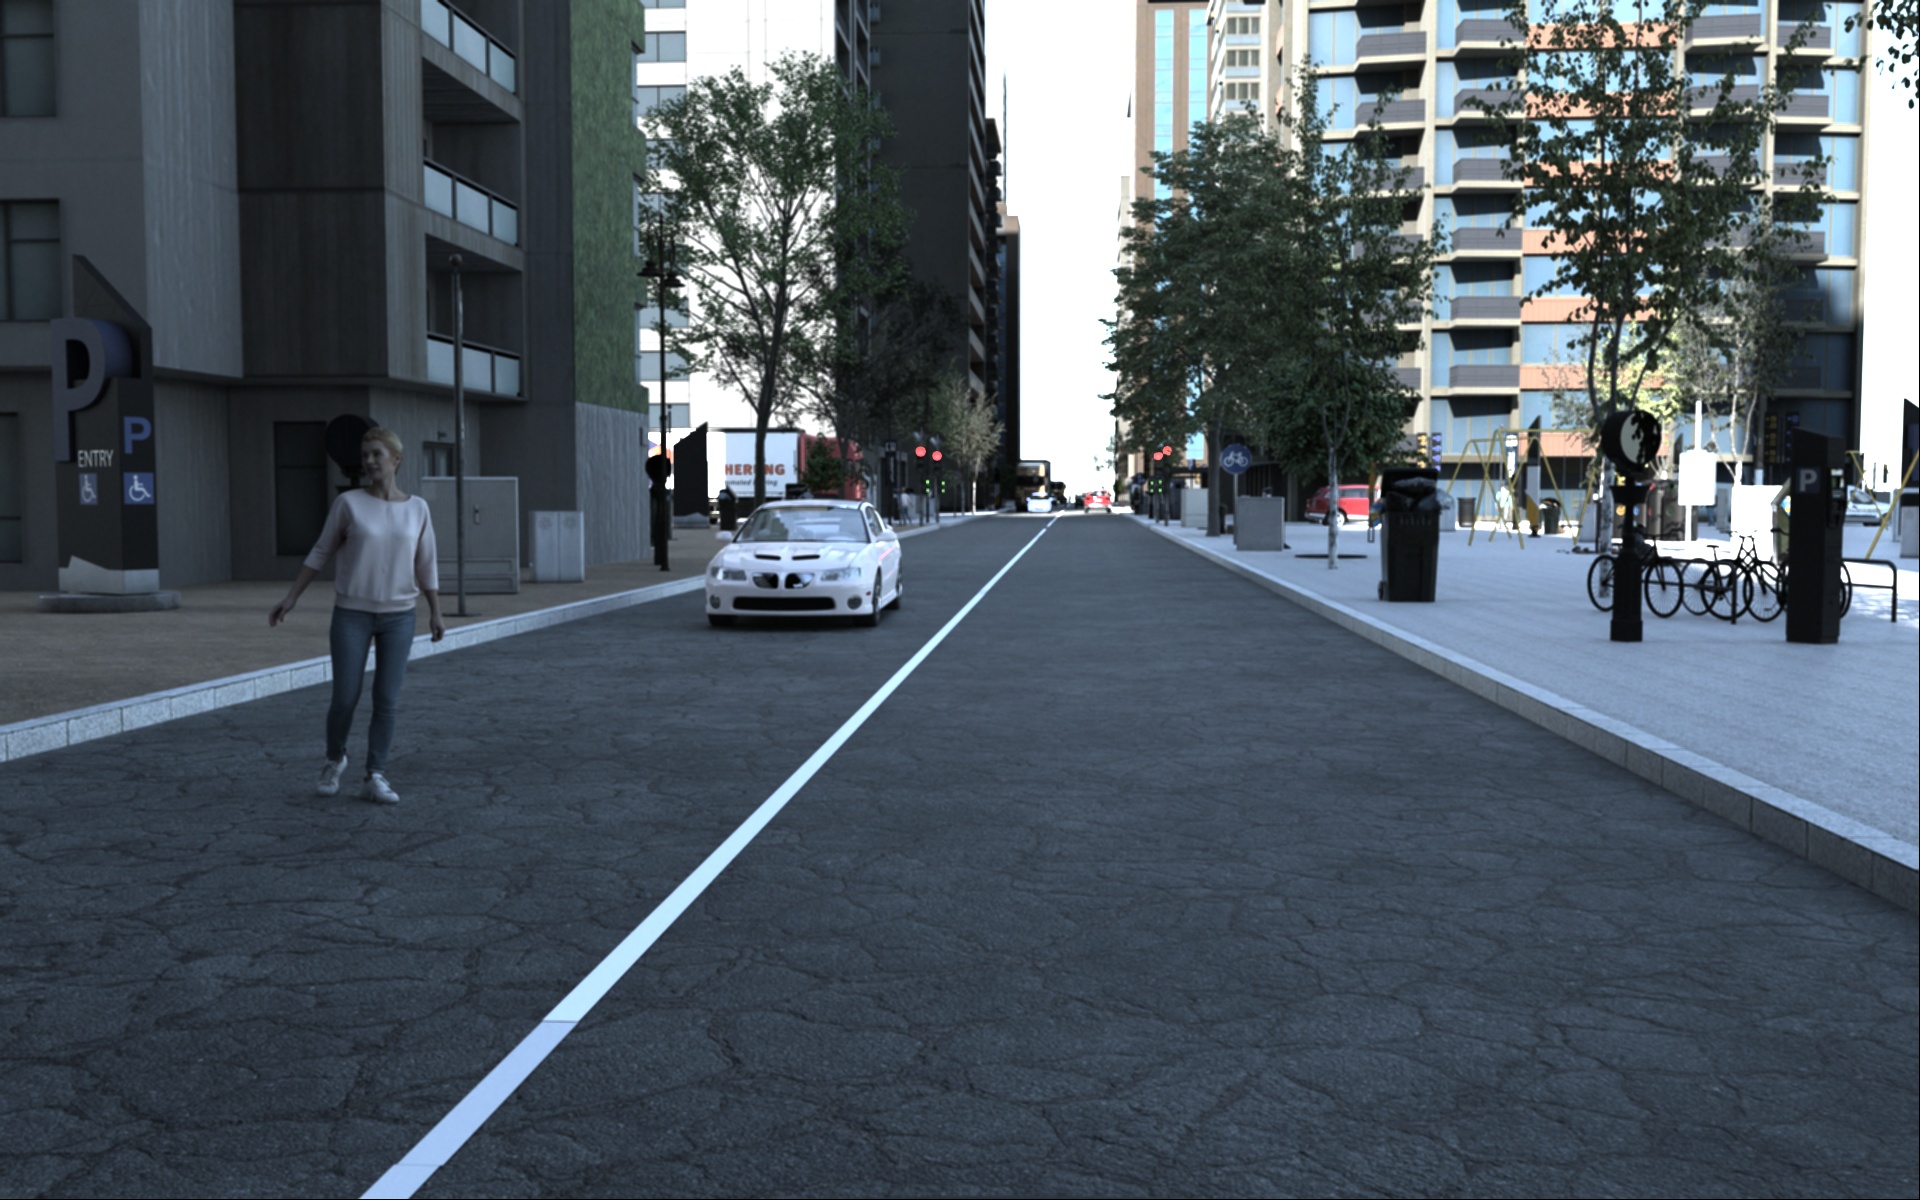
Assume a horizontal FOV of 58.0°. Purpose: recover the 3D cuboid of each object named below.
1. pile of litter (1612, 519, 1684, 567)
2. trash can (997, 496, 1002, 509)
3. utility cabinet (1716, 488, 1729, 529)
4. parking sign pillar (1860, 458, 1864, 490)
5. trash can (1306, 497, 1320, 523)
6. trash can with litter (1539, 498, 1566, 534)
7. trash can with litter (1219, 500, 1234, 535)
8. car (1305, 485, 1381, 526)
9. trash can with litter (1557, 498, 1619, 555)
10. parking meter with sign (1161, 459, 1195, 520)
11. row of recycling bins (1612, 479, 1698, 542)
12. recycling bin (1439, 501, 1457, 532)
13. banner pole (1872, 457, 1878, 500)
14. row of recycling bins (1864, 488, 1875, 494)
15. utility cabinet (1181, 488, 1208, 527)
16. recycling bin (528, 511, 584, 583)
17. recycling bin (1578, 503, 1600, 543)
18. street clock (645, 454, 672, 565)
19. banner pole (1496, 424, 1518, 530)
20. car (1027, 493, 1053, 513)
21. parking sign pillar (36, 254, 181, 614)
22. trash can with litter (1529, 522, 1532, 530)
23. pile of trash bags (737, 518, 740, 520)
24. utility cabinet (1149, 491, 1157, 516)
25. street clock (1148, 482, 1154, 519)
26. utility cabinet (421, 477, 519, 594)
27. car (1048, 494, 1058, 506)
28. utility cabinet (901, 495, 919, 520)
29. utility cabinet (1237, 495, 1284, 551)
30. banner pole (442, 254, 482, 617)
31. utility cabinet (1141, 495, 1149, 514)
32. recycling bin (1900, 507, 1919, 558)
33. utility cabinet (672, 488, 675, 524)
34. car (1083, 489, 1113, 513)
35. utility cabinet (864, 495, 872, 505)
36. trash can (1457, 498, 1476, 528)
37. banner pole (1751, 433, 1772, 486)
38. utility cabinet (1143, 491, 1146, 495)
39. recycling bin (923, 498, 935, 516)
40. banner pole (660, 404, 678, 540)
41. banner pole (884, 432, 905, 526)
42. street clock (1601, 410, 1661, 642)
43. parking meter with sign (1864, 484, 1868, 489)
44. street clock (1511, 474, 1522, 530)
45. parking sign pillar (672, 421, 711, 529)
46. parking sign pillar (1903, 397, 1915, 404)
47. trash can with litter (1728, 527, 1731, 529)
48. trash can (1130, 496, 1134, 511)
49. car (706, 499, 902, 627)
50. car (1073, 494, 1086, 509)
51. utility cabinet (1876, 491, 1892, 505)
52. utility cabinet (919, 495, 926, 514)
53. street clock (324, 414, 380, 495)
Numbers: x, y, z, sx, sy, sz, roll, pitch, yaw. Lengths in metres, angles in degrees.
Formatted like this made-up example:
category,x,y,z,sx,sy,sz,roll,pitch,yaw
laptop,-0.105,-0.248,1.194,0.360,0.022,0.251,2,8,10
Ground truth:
category,x,y,z,sx,sy,sz,roll,pitch,yaw
pile of litter,12.351,-1.062,31.329,1.176,0.858,1.719,0,4,-6
trash can,3.338,-8.482,150.330,0.748,1.137,0.748,0,3,0
utility cabinet,27.435,-3.279,62.293,0.318,1.500,1.173,2,4,28
parking sign pillar,48.597,-6.473,94.306,1.447,3.967,1.447,0,4,-5
trash can,15.616,-3.948,76.195,0.748,1.137,0.748,0,3,0
trash can with litter,18.833,-2.668,55.001,0.624,1.170,1.055,3,5,41
trash can with litter,8.467,-2.683,55.254,1.055,1.170,0.624,2,4,34
car,16.930,-3.840,71.452,5.304,1.827,2.281,0,4,6
trash can with litter,13.798,-1.614,37.448,1.678,1.210,2.233,-1,4,-13
parking meter with sign,10.756,-5.479,85.847,1.738,3.016,0.543,-1,4,-22
row of recycling bins,19.300,-2.506,48.080,1.069,1.692,3.534,0,4,-8
recycling bin,16.551,-2.859,59.297,0.722,1.027,0.722,0,4,1
banner pole,61.567,-7.741,116.589,0.401,3.779,0.863,0,4,8
row of recycling bins,62.855,-7.087,122.984,3.534,1.692,1.069,2,4,25
utility cabinet,9.061,-3.550,66.719,1.173,1.500,0.318,-2,4,-30
recycling bin,-5.894,-0.778,25.272,0.722,1.027,0.722,-1,4,-19
recycling bin,16.888,-2.055,46.147,0.722,1.027,0.722,2,4,24
street clock,-5.427,-1.631,31.230,0.471,2.002,0.358,-1,4,-12
banner pole,19.549,-4.397,61.905,0.863,3.779,0.401,3,5,44
car,6.013,-7.387,130.370,1.945,1.707,3.694,0,4,4
parking sign pillar,-9.469,-1.877,19.158,1.447,3.967,1.447,2,4,34
trash can with litter,20.509,-3.064,61.490,0.624,1.170,1.055,1,4,16
pile of trash bags,-12.482,-4.619,85.275,3.447,1.369,1.912,1,4,9
utility cabinet,11.367,-5.685,101.635,0.318,1.500,1.173,0,4,-8
street clock,9.925,-5.218,89.890,0.358,2.002,0.471,2,4,26
utility cabinet,-6.260,-0.824,22.150,1.173,1.500,0.318,-1,4,-11
car,10.534,-11.877,203.975,2.009,1.686,4.222,0,4,2
utility cabinet,-2.619,-4.613,86.584,0.306,1.237,1.020,-3,4,-37
utility cabinet,6.787,-1.712,39.145,1.020,1.237,0.306,1,4,17
banner pole,-5.297,-1.735,18.381,0.401,3.779,0.863,-1,4,-11
utility cabinet,11.547,-5.982,108.973,1.020,1.237,0.306,-2,4,-28
recycling bin,19.407,-1.358,34.765,0.722,1.027,0.722,-2,4,-34
utility cabinet,-10.925,-3.633,68.075,0.318,1.500,1.173,1,4,18
car,10.380,-7.451,130.503,2.281,1.827,5.304,0,4,4
utility cabinet,-4.937,-4.663,87.395,1.020,1.237,0.306,-3,4,-37
trash can,19.207,-3.304,65.679,0.748,1.137,0.748,0,3,0
banner pole,28.791,-4.405,62.036,0.863,3.779,0.401,0,4,6
utility cabinet,12.651,-6.853,120.722,0.318,1.500,1.173,-3,5,-39
recycling bin,-1.907,-5.385,100.595,0.722,1.027,0.722,-1,4,-18
banner pole,-8.212,-3.574,48.456,0.401,3.779,0.863,-2,4,-35
banner pole,-2.642,-4.896,70.059,0.863,3.779,0.401,0,4,3
street clock,5.814,-0.641,15.054,0.471,2.002,0.358,-2,4,-23
parking meter with sign,68.498,-8.270,131.471,0.543,3.016,1.738,-3,4,-37
street clock,19.607,-3.457,61.095,0.358,2.002,0.471,0,4,-2
parking sign pillar,-9.994,-4.638,64.302,1.447,3.967,1.447,0,4,-1
parking sign pillar,26.988,-3.659,48.303,1.447,3.967,1.447,0,4,-1
trash can with litter,28.734,-3.255,64.279,2.233,1.210,1.678,-3,4,-38
trash can,13.297,-7.362,132.018,0.748,1.137,0.748,0,3,0
car,-1.727,-0.484,20.276,2.083,1.381,4.827,0,4,3
car,12.270,-9.754,171.272,2.131,1.459,4.920,0,4,4
utility cabinet,65.958,-7.047,123.895,1.173,1.500,0.318,3,5,42
utility cabinet,-2.733,-6.186,112.298,1.020,1.237,0.306,0,4,-3
street clock,-5.522,-0.689,15.837,0.471,2.002,0.358,1,4,9
